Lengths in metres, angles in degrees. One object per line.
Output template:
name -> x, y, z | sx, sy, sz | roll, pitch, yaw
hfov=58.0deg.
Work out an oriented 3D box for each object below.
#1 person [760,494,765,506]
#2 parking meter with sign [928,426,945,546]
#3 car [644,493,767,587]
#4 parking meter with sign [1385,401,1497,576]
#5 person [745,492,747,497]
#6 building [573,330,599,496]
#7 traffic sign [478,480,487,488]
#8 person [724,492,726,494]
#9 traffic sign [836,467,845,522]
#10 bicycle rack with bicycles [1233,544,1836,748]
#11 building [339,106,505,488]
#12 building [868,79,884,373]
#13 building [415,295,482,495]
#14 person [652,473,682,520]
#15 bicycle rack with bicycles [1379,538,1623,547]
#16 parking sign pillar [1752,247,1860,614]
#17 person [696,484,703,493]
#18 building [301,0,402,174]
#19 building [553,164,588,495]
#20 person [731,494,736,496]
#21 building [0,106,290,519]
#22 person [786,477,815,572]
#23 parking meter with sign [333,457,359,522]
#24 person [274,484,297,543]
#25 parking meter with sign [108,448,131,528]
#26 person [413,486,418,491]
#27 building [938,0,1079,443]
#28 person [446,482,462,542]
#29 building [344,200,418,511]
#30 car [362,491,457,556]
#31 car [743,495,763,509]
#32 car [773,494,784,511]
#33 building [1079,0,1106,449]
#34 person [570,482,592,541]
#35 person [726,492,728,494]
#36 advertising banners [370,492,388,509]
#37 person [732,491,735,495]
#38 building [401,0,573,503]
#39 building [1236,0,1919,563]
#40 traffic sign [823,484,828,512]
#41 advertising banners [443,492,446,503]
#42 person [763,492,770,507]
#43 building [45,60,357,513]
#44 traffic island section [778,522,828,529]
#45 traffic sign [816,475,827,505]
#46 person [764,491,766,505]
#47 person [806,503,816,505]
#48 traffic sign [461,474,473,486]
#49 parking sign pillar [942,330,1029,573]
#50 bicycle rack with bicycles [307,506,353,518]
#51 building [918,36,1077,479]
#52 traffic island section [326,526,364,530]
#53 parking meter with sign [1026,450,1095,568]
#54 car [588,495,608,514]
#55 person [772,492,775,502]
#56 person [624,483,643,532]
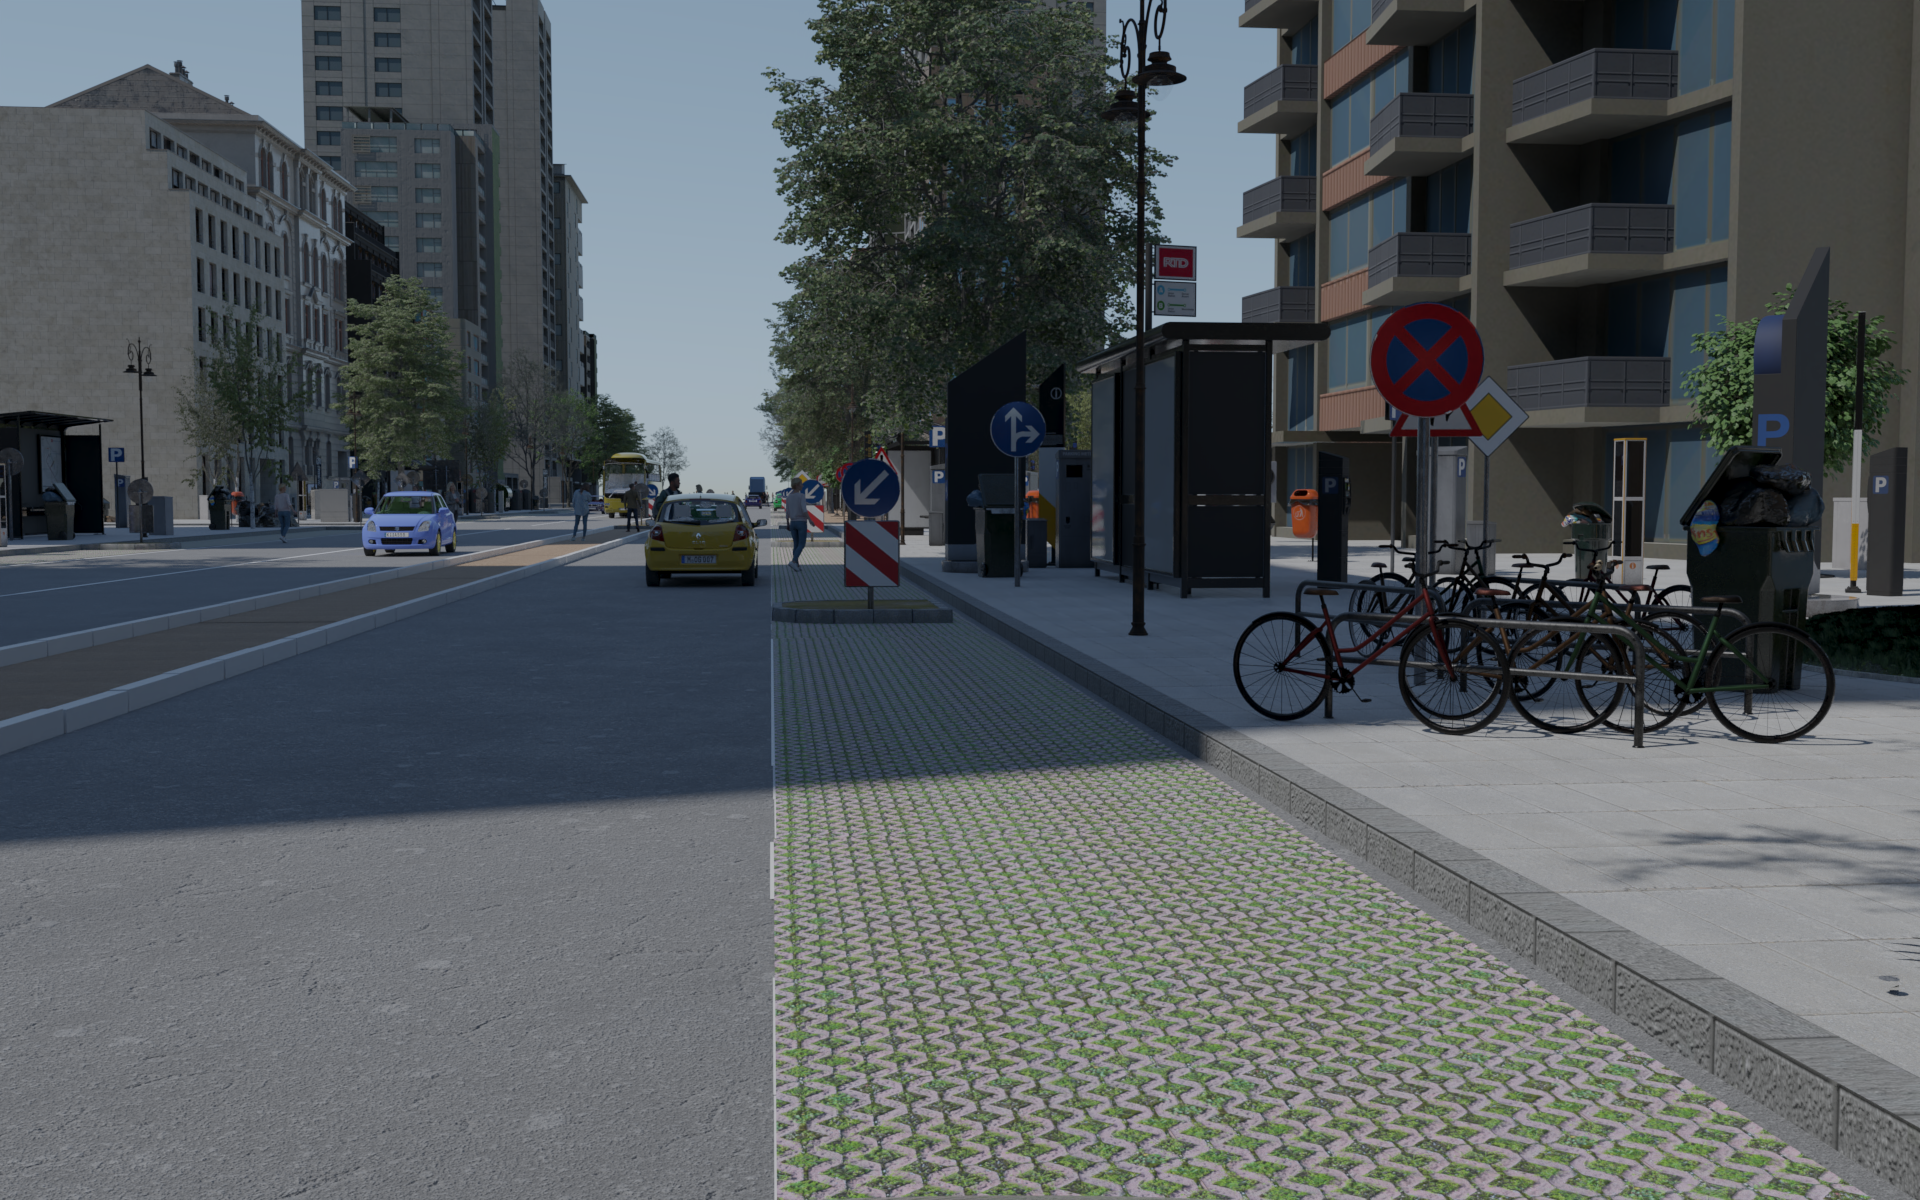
person -> -24.464, -12.399, 214.479 | 1.065, 1.426, 0.557 | 3, 5, 45
parking meter with sign -> -0.541, -2.887, 43.465 | 0.543, 3.016, 1.738 | 0, 4, 2
car -> -4.173, -1.107, 28.329 | 2.015, 1.641, 3.980 | 0, 4, -6
parking meter with sign -> 7.706, -1.923, 27.708 | 1.738, 3.016, 0.543 | 3, 5, 39
person -> -35.948, -17.216, 290.899 | 0.530, 1.710, 0.541 | 0, 4, -3
building -> -70.397, -32.285, 299.562 | 14.160, 30.474, 14.107 | 0, 4, -6
traffic sign -> -33.848, -7.381, 122.808 | 0.606, 2.300, 0.079 | 0, 4, -2
person -> -39.455, -17.210, 290.593 | 1.217, 1.736, 0.721 | 1, 4, 10
traffic sign -> -5.288, -4.828, 79.038 | 0.768, 2.556, 0.104 | 0, 4, -2
bicycle rack with bicycles -> 3.383, 0.221, 9.772 | 2.925, 0.926, 2.852 | 3, 5, 42
building -> -57.193, -30.688, 185.348 | 14.154, 41.232, 14.086 | 0, 4, -6
building -> -5.963, -51.103, 273.786 | 20.563, 71.187, 20.611 | 0, 4, -6
building -> -61.856, -19.496, 163.806 | 27.650, 21.520, 28.899 | 0, 4, -6
person -> -5.284, -1.445, 32.103 | 0.794, 1.824, 0.713 | -3, 4, -37
bicycle rack with bicycles -> 3.871, 0.002, 13.342 | 2.852, 0.926, 2.925 | -1, 4, -21
parking sign pillar -> 8.899, -1.842, 18.588 | 1.447, 3.967, 1.447 | 3, 5, 39
person -> -9.698, -3.409, 64.425 | 0.728, 1.800, 0.709 | 1, 4, 16
building -> -63.029, -46.702, 201.827 | 20.563, 71.187, 20.611 | 0, 4, -6
building -> -75.052, -42.095, 277.489 | 28.713, 52.752, 27.495 | 0, 4, -6
person -> -34.947, -15.731, 266.529 | 1.217, 1.723, 0.721 | -1, 4, -18
building -> -44.452, -14.658, 94.413 | 10.420, 20.320, 16.860 | 0, 4, -6
person -> -2.991, -1.394, 31.969 | 0.731, 1.740, 0.598 | 2, 4, 25
parking meter with sign -> -28.473, -5.101, 79.658 | 0.543, 3.016, 1.738 | 2, 4, 24
person -> -19.785, -2.542, 50.732 | 0.731, 1.740, 0.598 | 0, 4, 0
parking meter with sign -> -31.733, -4.246, 65.681 | 0.543, 3.016, 1.738 | -1, 4, -12
person -> -20.633, -3.455, 65.566 | 0.480, 1.755, 0.524 | -1, 4, -23
building -> 2.074, -47.185, 209.732 | 20.563, 71.187, 20.611 | 0, 4, -6
person -> -15.208, -2.656, 52.114 | 0.537, 1.800, 0.526 | -3, 5, -45
building -> -50.446, -18.696, 135.357 | 12.332, 23.373, 15.834 | 0, 4, -6
car -> -13.068, -1.932, 41.185 | 1.945, 1.707, 3.694 | 0, 4, -8
car -> -20.107, -9.514, 168.129 | 1.945, 1.354, 3.894 | 0, 4, -8
car -> -14.552, -8.246, 143.614 | 1.959, 1.807, 4.718 | 0, 4, -5
building -> 3.872, -45.919, 189.029 | 20.563, 71.187, 20.611 | 0, 4, -6
person -> -11.511, -2.680, 52.576 | 0.793, 1.790, 0.793 | -3, 4, -36
person -> -41.383, -18.321, 308.834 | 0.721, 1.735, 1.217 | 1, 4, 14
advertising banners -> -40.945, -7.775, 123.314 | 2.074, 3.025, 0.090 | -3, 4, -38
person -> -25.016, -11.137, 190.608 | 0.705, 1.821, 1.348 | -3, 4, -36
building -> -68.049, -49.855, 253.381 | 20.563, 71.187, 20.611 | 0, 4, -6
building -> 19.642, -23.881, 45.072 | 22.147, 44.769, 28.867 | 0, 4, -6
traffic sign -> -9.453, -7.519, 122.945 | 0.884, 2.594, 0.081 | 0, 4, -2
advertising banners -> -31.774, -6.783, 107.097 | 0.090, 3.025, 2.074 | -1, 4, -9
person -> -21.574, -11.234, 192.971 | 0.445, 1.727, 0.742 | 3, 5, 43
building -> -49.587, -20.020, 114.721 | 14.401, 28.519, 23.554 | 0, 4, -6
traffic island section -> -6.494, -3.018, 71.629 | 2.009, 0.180, 2.903 | 0, 4, -6
traffic sign -> -8.145, -6.276, 102.713 | 0.768, 2.556, 0.104 | 0, 4, -5
person -> -25.328, -13.239, 224.984 | 1.348, 1.821, 0.705 | -1, 4, -21
person -> -5.629, -3.375, 64.037 | 0.716, 1.782, 0.532 | -3, 5, -42
traffic sign -> -30.835, -6.622, 108.379 | 0.768, 2.556, 0.104 | 0, 4, -2
parking sign pillar -> 0.416, -2.452, 28.555 | 1.447, 3.967, 1.447 | 0, 4, -7
bicycle rack with bicycles -> -34.408, -4.981, 94.821 | 2.925, 0.926, 2.852 | -1, 4, -23
building -> 3.396, -31.897, 171.625 | 14.600, 45.320, 14.200 | 0, 4, -6
traffic island section -> -24.131, -2.901, 69.712 | 2.009, 0.180, 2.903 | 0, 4, -6
parking meter with sign -> 2.008, -2.071, 30.117 | 1.738, 3.016, 0.543 | 0, 4, -6
car -> -26.146, -6.824, 124.145 | 1.945, 1.354, 3.894 | 0, 4, -4
person -> -33.159, -18.244, 307.500 | 0.721, 1.736, 1.217 | 1, 4, 19
person -> -12.311, -3.477, 65.258 | 0.656, 1.842, 0.836 | -3, 5, -39
